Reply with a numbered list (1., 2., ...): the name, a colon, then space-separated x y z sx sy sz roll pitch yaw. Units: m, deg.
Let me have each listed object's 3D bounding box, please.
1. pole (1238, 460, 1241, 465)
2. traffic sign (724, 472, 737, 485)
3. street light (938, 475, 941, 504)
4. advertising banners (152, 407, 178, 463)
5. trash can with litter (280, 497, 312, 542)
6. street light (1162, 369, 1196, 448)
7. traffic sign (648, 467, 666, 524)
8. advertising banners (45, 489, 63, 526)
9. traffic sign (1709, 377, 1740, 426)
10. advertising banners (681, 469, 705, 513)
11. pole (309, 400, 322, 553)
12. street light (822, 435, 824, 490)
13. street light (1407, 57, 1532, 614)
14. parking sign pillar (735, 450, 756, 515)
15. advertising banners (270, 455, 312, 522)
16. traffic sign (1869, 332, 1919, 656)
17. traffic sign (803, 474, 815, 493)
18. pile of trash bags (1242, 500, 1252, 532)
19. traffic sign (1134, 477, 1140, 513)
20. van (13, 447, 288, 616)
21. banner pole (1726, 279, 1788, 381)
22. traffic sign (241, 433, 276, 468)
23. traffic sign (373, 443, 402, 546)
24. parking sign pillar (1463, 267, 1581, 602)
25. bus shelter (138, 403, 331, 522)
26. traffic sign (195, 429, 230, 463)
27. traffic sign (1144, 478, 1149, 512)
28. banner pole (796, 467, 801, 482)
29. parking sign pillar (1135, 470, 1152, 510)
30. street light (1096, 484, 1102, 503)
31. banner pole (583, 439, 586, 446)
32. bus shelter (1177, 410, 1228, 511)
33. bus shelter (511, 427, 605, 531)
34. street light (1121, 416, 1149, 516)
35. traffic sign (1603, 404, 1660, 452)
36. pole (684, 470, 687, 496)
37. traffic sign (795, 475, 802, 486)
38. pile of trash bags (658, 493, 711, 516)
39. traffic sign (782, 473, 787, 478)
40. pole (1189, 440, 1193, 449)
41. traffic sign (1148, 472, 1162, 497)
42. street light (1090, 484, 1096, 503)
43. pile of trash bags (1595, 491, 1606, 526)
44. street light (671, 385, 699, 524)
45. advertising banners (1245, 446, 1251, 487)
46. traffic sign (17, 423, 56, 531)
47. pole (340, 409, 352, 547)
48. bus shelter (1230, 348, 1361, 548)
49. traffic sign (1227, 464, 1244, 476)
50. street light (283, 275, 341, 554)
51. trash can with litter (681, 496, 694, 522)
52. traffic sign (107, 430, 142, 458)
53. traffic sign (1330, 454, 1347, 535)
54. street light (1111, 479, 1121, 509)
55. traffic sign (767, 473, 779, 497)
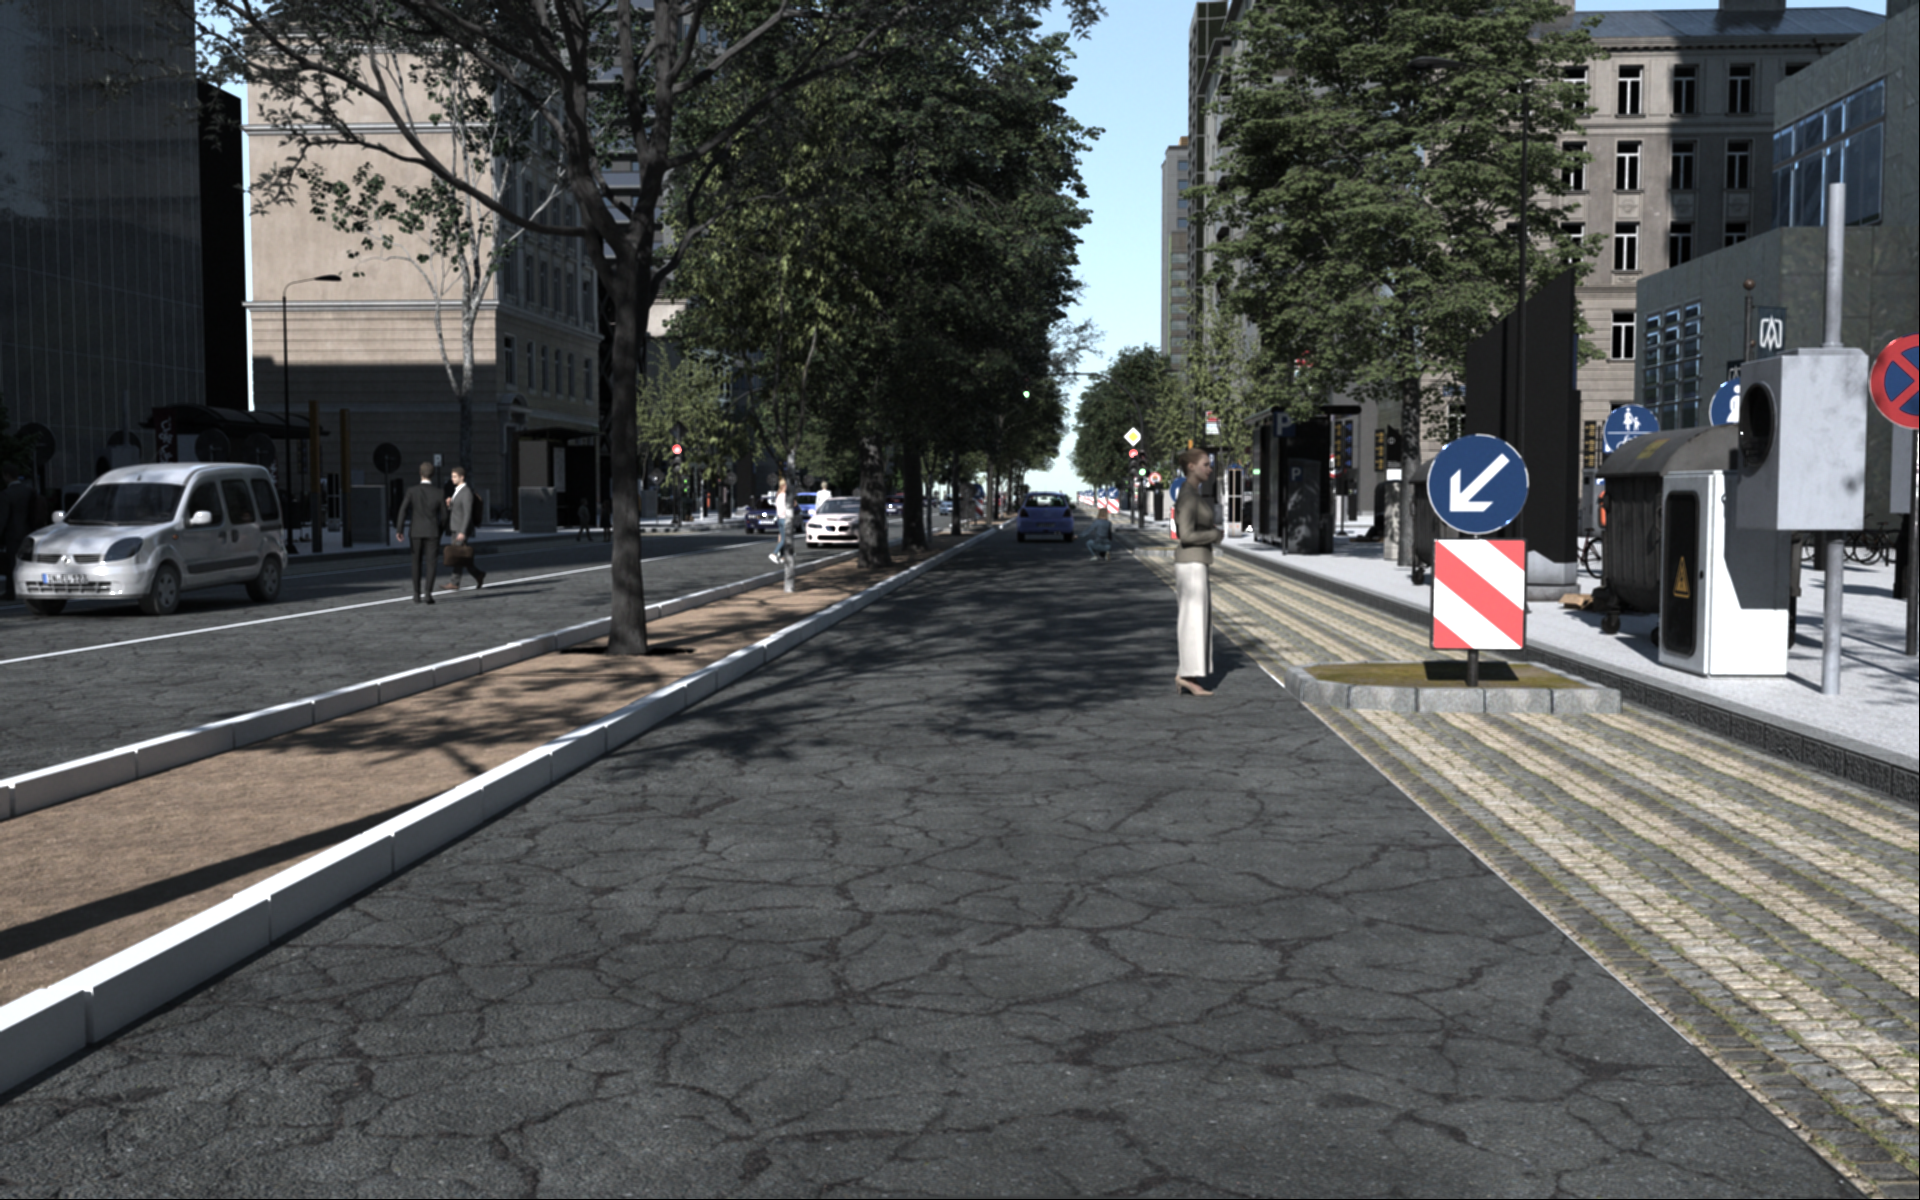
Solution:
1. pole: 16.624 -6.682 103.099 0.158 3.312 0.155 0 3 0
2. traffic sign: -13.216 -6.092 99.714 0.768 2.556 0.104 1 4 12
3. street light: -2.205 -15.962 233.523 1.470 5.913 1.316 0 4 3
4. advertising banners: -15.268 -2.367 34.895 2.074 3.025 0.090 0 4 7
5. trash can with litter: -18.301 -2.156 46.307 2.233 1.210 1.678 -1 4 -18
6. street light: 8.199 -5.620 64.435 1.470 5.913 1.316 0 4 3
7. traffic sign: -12.902 -4.439 73.757 0.795 2.450 0.064 0 4 6
8. advertising banners: -22.417 -2.761 41.324 2.074 3.025 0.090 0 4 -1
9. traffic sign: 8.484 -1.141 18.761 0.768 2.556 0.104 1 4 9
10. advertising banners: -18.973 -7.734 122.634 2.074 3.025 0.090 -2 4 -31
11. pole: -14.080 -2.691 37.845 0.158 3.312 0.155 0 3 0
12. street light: -8.925 -8.994 119.592 1.470 5.913 1.316 0 4 3
13. street light: 5.455 -2.814 18.546 1.470 5.913 1.316 0 4 3
14. parking sign pillar: -13.139 -7.220 106.512 1.447 3.967 1.447 3 5 41
15. advertising banners: -30.152 -4.999 77.919 0.090 3.025 2.074 3 5 42
16. traffic sign: 7.560 -0.831 13.688 0.768 2.556 0.104 1 4 13
17. traffic sign: -9.827 -6.878 112.553 0.768 2.556 0.104 1 4 10
18. pile of trash bags: 10.652 -3.029 59.270 1.912 1.369 3.447 2 4 28
19. traffic sign: 12.178 -7.260 118.800 0.768 2.556 0.104 1 4 12
20. van: -10.063 -0.900 21.728 2.013 2.044 4.112 0 4 4
21. banner pole: 9.395 -1.856 20.367 0.863 3.779 0.401 -2 4 -25
22. traffic sign: -14.700 -2.214 36.301 0.768 2.556 0.104 0 4 7
23. traffic sign: -14.207 -2.621 42.957 0.768 2.556 0.104 1 4 11
24. parking sign pillar: 6.883 -2.004 21.230 1.447 3.967 1.447 3 5 41
25. bus shelter: -17.163 -2.904 41.403 2.014 3.302 5.546 0 4 3
26. traffic sign: -14.596 -2.061 33.809 0.768 2.556 0.104 1 4 12
27. traffic sign: 11.151 -6.270 104.649 0.606 2.300 0.079 1 4 8
28. banner pole: -12.735 -8.858 134.852 0.863 3.779 0.401 -1 4 -23
29. parking sign pillar: 14.749 -9.190 138.726 1.447 3.967 1.447 -3 4 -37
30. street light: 15.085 -12.605 178.639 1.470 5.913 1.316 0 4 3
31. banner pole: -17.257 -5.426 78.735 0.863 3.779 0.401 -3 5 -44
32. bus shelter: 11.317 -6.320 80.961 2.179 5.291 8.768 0 4 3
33. bus shelter: -14.644 -4.414 63.458 1.731 3.624 6.357 0 4 4
34. street light: 10.475 -7.950 102.523 1.470 5.913 1.316 0 4 3
35. traffic sign: 9.535 -1.503 24.683 0.768 2.556 0.104 0 4 7
36. pole: -18.541 -7.520 116.797 0.158 3.312 0.155 0 3 0
37. traffic sign: -11.149 -7.203 117.769 0.884 2.594 0.081 1 4 9
38. pile of trash bags: -16.712 -5.781 104.270 3.447 1.369 1.912 -1 4 -11
39. traffic sign: -10.330 -6.348 103.902 0.768 2.556 0.104 0 4 5
40. pole: 8.690 -4.374 65.353 0.158 3.312 0.155 0 3 0
41. traffic sign: 11.181 -6.065 99.270 0.768 2.556 0.104 1 4 10
42. street light: 17.787 -15.397 224.284 1.470 5.913 1.316 0 4 3
43. pile of trash bags: 15.201 -2.127 44.527 3.447 1.369 1.912 1 4 12
44. street light: -11.673 -6.201 73.935 1.470 5.913 1.316 0 4 3
45. advertising banners: 10.697 -4.061 62.589 0.090 3.025 2.074 -1 4 -14
46. traffic sign: -16.505 -1.884 30.912 0.768 2.556 0.104 0 4 4
47. pole: -14.752 -2.922 41.622 0.158 3.312 0.155 0 3 0
48. bus shelter: 8.667 -4.132 45.184 2.179 5.291 8.768 0 4 3
49. traffic sign: 11.476 -4.418 72.340 0.768 2.556 0.104 0 4 5
50. street light: -13.814 -3.937 36.904 1.470 5.913 1.316 0 4 3
51. trash can with litter: -12.632 -4.240 80.715 0.624 1.170 1.055 -2 4 -27
52. traffic sign: -16.557 -2.093 34.322 0.768 2.556 0.104 1 4 10
53. traffic sign: 11.861 -3.346 54.808 0.768 2.556 0.104 0 4 5
54. street light: 13.266 -10.723 147.860 1.470 5.913 1.316 0 4 3
55. traffic sign: -11.486 -6.487 106.171 0.768 2.556 0.104 1 4 12
